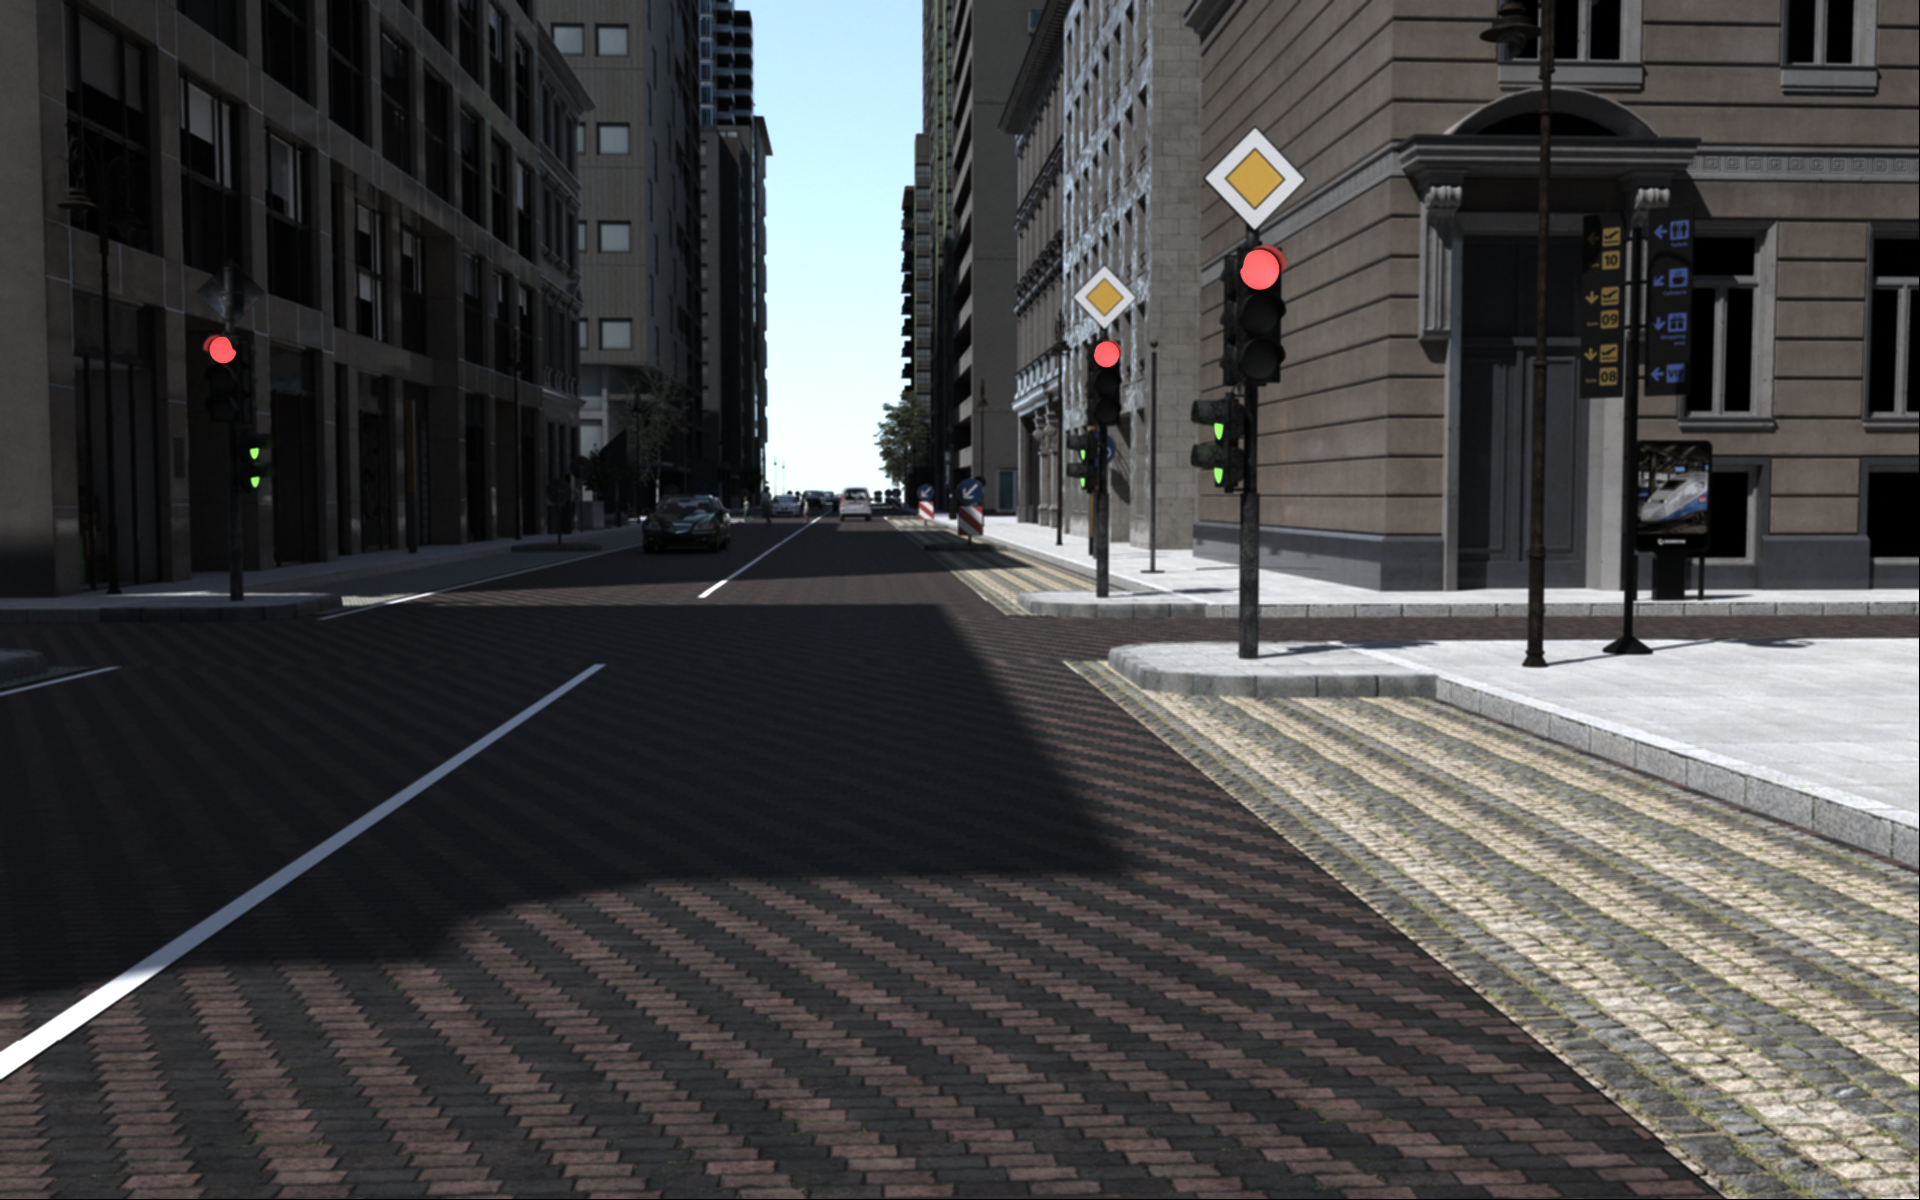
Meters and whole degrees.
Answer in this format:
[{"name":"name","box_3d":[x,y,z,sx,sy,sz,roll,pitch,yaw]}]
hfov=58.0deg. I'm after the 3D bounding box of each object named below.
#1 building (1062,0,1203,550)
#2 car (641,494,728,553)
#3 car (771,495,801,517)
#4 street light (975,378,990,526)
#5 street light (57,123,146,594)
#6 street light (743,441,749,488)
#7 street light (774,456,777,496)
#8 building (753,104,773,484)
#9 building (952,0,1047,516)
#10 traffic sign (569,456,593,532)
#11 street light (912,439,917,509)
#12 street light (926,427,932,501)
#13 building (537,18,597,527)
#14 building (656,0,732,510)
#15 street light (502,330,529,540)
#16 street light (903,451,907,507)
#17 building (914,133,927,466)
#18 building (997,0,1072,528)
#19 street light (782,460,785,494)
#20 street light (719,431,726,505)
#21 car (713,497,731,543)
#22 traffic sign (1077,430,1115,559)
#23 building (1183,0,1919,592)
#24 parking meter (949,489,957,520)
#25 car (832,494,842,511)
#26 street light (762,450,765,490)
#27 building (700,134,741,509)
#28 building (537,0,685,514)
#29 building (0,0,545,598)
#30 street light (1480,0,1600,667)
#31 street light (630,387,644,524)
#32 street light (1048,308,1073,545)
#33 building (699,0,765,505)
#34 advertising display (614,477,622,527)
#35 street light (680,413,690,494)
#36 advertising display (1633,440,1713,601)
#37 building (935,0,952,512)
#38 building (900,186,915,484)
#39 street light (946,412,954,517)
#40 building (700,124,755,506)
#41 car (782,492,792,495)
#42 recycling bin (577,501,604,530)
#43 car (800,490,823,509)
[{"name":"building","box_3d":[9.031,-11.817,47.956,10.420,20.320,16.860,0,4,-3]},{"name":"car","box_3d":[-6.887,-1.951,43.690,2.131,1.459,4.920,0,4,-3]},{"name":"car","box_3d":[-10.922,-5.839,107.823,2.083,1.381,4.827,0,4,-5]},{"name":"street light","box_3d":[0.893,-5.895,69.171,0.468,5.910,1.993,0,4,-3]},{"name":"street light","box_3d":[-10.883,-3.017,22.111,0.468,5.910,1.993,0,4,-3]},{"name":"street light","box_3d":[-18.558,-10.844,150.085,0.468,5.910,1.993,0,4,-3]},{"name":"street light","box_3d":[-22.074,-14.326,207.024,0.468,5.910,1.993,0,4,-3]},{"name":"building","box_3d":[-40.425,-39.634,237.248,28.713,52.752,27.495,0,4,-3]},{"name":"building","box_3d":[10.720,-29.813,111.145,21.300,48.544,21.600,0,4,-3]},{"name":"traffic sign","box_3d":[-12.663,-3.534,57.890,0.768,2.556,0.104,0,4,-3]},{"name":"street light","box_3d":[-3.839,-10.597,146.052,0.468,5.910,1.993,0,4,-3]},{"name":"street light","box_3d":[-2.179,-8.996,119.865,0.468,5.910,1.993,0,4,-3]},{"name":"building","box_3d":[-20.940,-13.988,64.861,11.583,22.565,21.152,0,4,-3]},{"name":"building","box_3d":[-28.316,-42.433,132.038,20.563,71.187,20.611,0,4,-3]},{"name":"street light","box_3d":[-12.494,-4.648,48.790,0.468,5.910,1.993,0,4,-3]},{"name":"street light","box_3d":[-5.465,-12.218,172.546,0.468,5.910,1.993,0,4,-3]},{"name":"building","box_3d":[1.722,-31.567,199.713,14.154,41.232,14.086,0,4,-3]},{"name":"building","box_3d":[7.045,-13.797,76.492,10.553,20.767,40.483,0,4,-3]},{"name":"street light","box_3d":[-23.735,-15.909,232.907,0.468,5.910,1.993,0,4,-3]},{"name":"street light","box_3d":[-16.963,-9.222,123.561,0.468,5.910,1.993,0,4,-3]},{"name":"car","box_3d":[-7.599,-2.284,49.706,2.083,1.381,4.827,0,4,-5]},{"name":"traffic sign","box_3d":[2.680,-2.090,34.274,0.768,2.556,0.104,0,4,-2]},{"name":"building","box_3d":[14.860,-14.850,28.707,20.117,28.700,13.634,0,4,-3]},{"name":"parking meter","box_3d":[-0.339,-4.828,87.352,0.372,1.533,0.369,0,3,0]},{"name":"car","box_3d":[-9.701,-8.310,144.670,1.959,1.807,4.718,0,4,-2]},{"name":"street light","box_3d":[-20.486,-12.723,180.804,0.468,5.910,1.993,0,4,-3]},{"name":"building","box_3d":[-36.456,-28.330,155.080,32.217,40.220,23.993,0,4,-3]},{"name":"building","box_3d":[-31.744,-31.749,108.342,28.713,52.752,27.495,0,4,-3]},{"name":"building","box_3d":[-21.828,-14.222,37.039,19.350,26.468,34.151,0,4,-3]},{"name":"street light","box_3d":[4.281,-2.442,12.718,0.468,5.910,1.993,0,4,-3]},{"name":"street light","box_3d":[-13.940,-6.250,74.976,0.468,5.910,1.993,0,4,-3]},{"name":"street light","box_3d":[2.495,-4.312,43.285,0.468,5.910,1.993,0,4,-3]},{"name":"building","box_3d":[-34.534,-54.719,207.328,22.319,86.520,31.000,0,4,-3]},{"name":"advertising display","box_3d":[-13.265,-3.793,67.223,0.123,1.923,0.974,-1,4,-22]},{"name":"street light","box_3d":[-15.473,-7.638,97.667,0.468,5.910,1.993,0,4,-3]},{"name":"advertising display","box_3d":[8.543,-0.956,20.840,0.974,1.923,0.123,0,4,-7]},{"name":"building","box_3d":[4.878,-28.126,143.460,14.154,41.232,14.086,0,4,-3]},{"name":"building","box_3d":[2.951,-35.911,241.765,22.147,44.769,28.867,0,4,-3]},{"name":"street light","box_3d":[-0.546,-7.483,95.132,0.468,5.910,1.993,0,4,-3]},{"name":"building","box_3d":[-29.626,-30.750,186.362,14.154,41.232,14.086,0,4,-3]},{"name":"car","box_3d":[-18.409,-10.674,184.303,2.009,1.686,4.222,0,4,-4]},{"name":"recycling bin","box_3d":[-13.280,-3.039,62.237,0.722,1.027,0.722,1,4,21]},{"name":"car","box_3d":[-14.548,-9.858,169.852,2.281,1.827,5.304,0,4,-4]}]
